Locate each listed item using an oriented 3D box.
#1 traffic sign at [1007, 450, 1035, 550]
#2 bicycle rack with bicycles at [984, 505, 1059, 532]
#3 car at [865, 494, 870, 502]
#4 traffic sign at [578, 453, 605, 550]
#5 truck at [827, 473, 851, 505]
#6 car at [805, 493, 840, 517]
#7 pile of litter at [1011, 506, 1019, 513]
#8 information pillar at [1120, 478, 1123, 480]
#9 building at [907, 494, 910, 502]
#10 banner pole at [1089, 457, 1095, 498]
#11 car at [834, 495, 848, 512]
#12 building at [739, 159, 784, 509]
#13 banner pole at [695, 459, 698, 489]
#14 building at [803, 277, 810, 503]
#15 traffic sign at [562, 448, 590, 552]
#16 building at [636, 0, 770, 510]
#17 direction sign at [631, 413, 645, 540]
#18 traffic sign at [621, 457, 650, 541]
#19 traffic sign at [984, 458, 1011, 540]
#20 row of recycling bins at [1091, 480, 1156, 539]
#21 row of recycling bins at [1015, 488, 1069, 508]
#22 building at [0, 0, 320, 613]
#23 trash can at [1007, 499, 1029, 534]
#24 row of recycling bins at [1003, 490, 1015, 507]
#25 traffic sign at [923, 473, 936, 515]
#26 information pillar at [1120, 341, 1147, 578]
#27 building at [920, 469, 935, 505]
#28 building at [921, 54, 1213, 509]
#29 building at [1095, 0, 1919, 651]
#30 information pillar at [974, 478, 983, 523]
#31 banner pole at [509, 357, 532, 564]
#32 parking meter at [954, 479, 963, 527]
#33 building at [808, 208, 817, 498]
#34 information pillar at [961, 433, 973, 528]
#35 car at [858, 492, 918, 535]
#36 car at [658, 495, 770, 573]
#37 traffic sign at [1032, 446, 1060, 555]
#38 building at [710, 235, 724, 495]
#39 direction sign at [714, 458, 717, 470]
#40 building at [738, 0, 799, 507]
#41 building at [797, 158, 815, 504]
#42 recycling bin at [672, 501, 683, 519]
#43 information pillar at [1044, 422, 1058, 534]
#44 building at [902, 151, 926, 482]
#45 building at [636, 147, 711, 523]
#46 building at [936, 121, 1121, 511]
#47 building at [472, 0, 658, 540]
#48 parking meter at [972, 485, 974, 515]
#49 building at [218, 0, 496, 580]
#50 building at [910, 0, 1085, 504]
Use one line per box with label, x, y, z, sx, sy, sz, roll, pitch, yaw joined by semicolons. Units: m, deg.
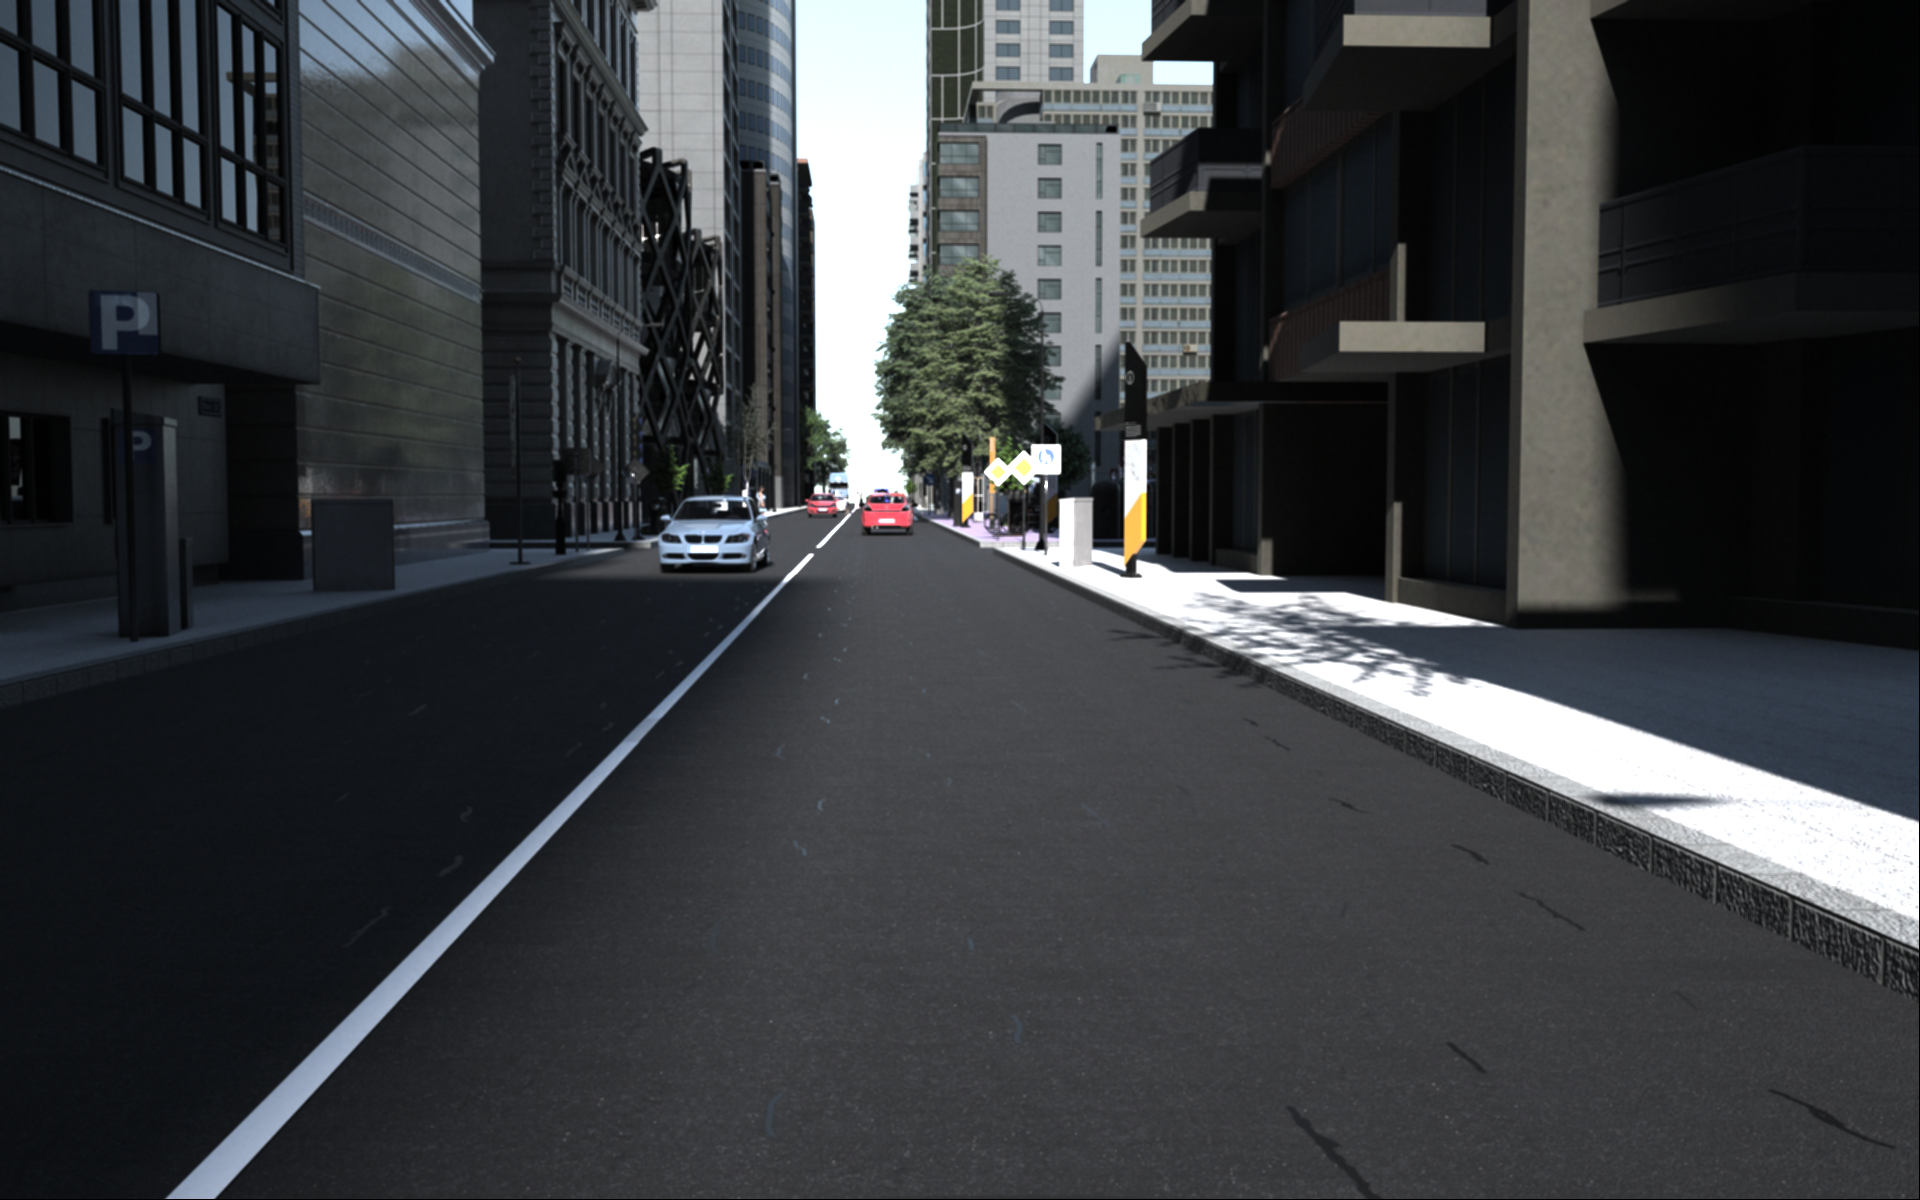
traffic sign;1.468;-2.216;39.879;0.795;2.450;0.064;0;4;-3
bicycle rack with bicycles;2.242;-2.733;58.069;2.925;0.926;2.852;-1;4;-13
car;-12.463;-14.367;246.700;2.131;1.459;4.920;0;4;-1
traffic sign;-8.463;-2.186;39.383;0.795;2.450;0.064;0;4;-3
truck;-15.840;-14.480;226.511;2.967;4.110;18.799;0;4;-4
car;-8.548;-6.026;107.561;2.155;1.783;4.494;0;4;-5
pile of litter;2.918;-5.165;98.406;1.176;0.858;1.719;0;4;4
information pillar;7.545;-4.584;79.438;0.304;2.012;0.304;-2;4;-35
building;7.900;-35.417;270.947;32.217;40.220;23.993;0;4;-3
banner pole;8.881;-7.751;116.740;0.401;3.779;0.863;3;5;41
car;-10.092;-7.791;139.743;2.083;1.381;4.827;0;4;-2
building;-22.665;-23.099;149.377;14.160;30.474;14.107;0;4;-3
banner pole;-16.553;-7.216;108.004;0.401;3.779;0.863;-3;5;-39
building;-32.441;-37.998;244.971;21.300;48.544;21.600;0;4;-3
traffic sign;-8.482;-2.212;38.304;0.606;2.300;0.079;0;4;-3
building;-25.105;-42.349;130.658;20.563;71.187;20.611;0;4;-3
direction sign;-9.041;-3.459;48.549;0.379;3.537;0.876;1;4;9
traffic sign;-8.880;-2.674;47.358;0.795;2.450;0.064;0;4;-3
traffic sign;1.052;-2.704;47.854;0.795;2.450;0.064;0;4;-3
row of recycling bins;4.978;-2.665;50.681;1.069;1.692;3.534;3;4;39
row of recycling bins;5.510;-6.425;112.158;3.534;1.692;1.069;2;4;35
building;-15.339;-13.356;11.882;14.314;27.812;24.014;0;4;-3
trash can;1.846;-2.659;55.132;0.748;1.137;0.748;0;3;0
row of recycling bins;3.995;-7.024;121.954;1.069;1.692;3.534;-2;4;-24
traffic sign;-1.858;-6.450;105.560;0.768;2.556;0.104;0;4;0
information pillar;2.673;-2.148;26.471;0.183;3.616;0.504;-2;4;-29
building;10.010;-20.756;184.397;27.650;21.520;28.899;0;4;-3
building;12.757;-28.473;157.412;32.217;40.220;23.993;0;4;-3
building;14.464;-22.584;23.878;22.147;44.769;28.867;0;4;-3
information pillar;0.824;-4.462;77.444;0.304;2.012;0.304;-3;4;-37
banner pole;-8.176;-2.561;31.886;0.401;3.779;0.863;-2;4;-27
parking meter;-0.052;-3.831;68.354;0.399;1.863;0.255;0;4;1
building;-28.995;-37.494;263.139;14.600;45.320;14.200;0;4;-3
information pillar;0.276;-4.575;66.152;0.504;3.616;0.183;3;5;42
car;-2.565;-3.220;61.694;2.155;1.783;4.494;0;4;-1
car;-4.636;-1.289;33.072;2.014;1.417;4.499;0;4;-1
traffic sign;1.792;-2.076;36.079;0.606;2.300;0.079;0;4;4
building;-21.933;-14.076;97.587;16.820;18.784;16.811;0;4;-3
direction sign;-15.221;-7.108;108.215;0.379;3.537;0.876;-2;4;-27
building;-26.982;-38.376;169.446;21.231;58.520;28.212;0;4;-3
building;-29.862;-34.580;220.000;22.147;44.769;28.867;0;4;-3
recycling bin;-13.947;-4.506;86.223;0.722;1.027;0.722;-1;4;-17
information pillar;2.928;-3.974;56.328;0.504;3.616;0.183;2;4;26
building;3.890;-38.136;243.129;23.786;49.044;30.456;0;4;-3
building;-20.267;-12.711;75.280;16.820;18.784;16.811;0;4;-3
building;5.003;-22.417;138.211;14.160;30.474;14.107;0;4;-3
building;-16.627;-13.950;56.958;11.050;23.489;19.941;0;4;-3
parking meter;0.942;-6.148;106.225;0.255;1.863;0.399;2;4;30
building;-19.836;-14.986;30.922;20.117;28.700;13.634;0;4;-3
building;4.074;-47.626;216.942;20.563;71.187;20.611;0;4;-3
